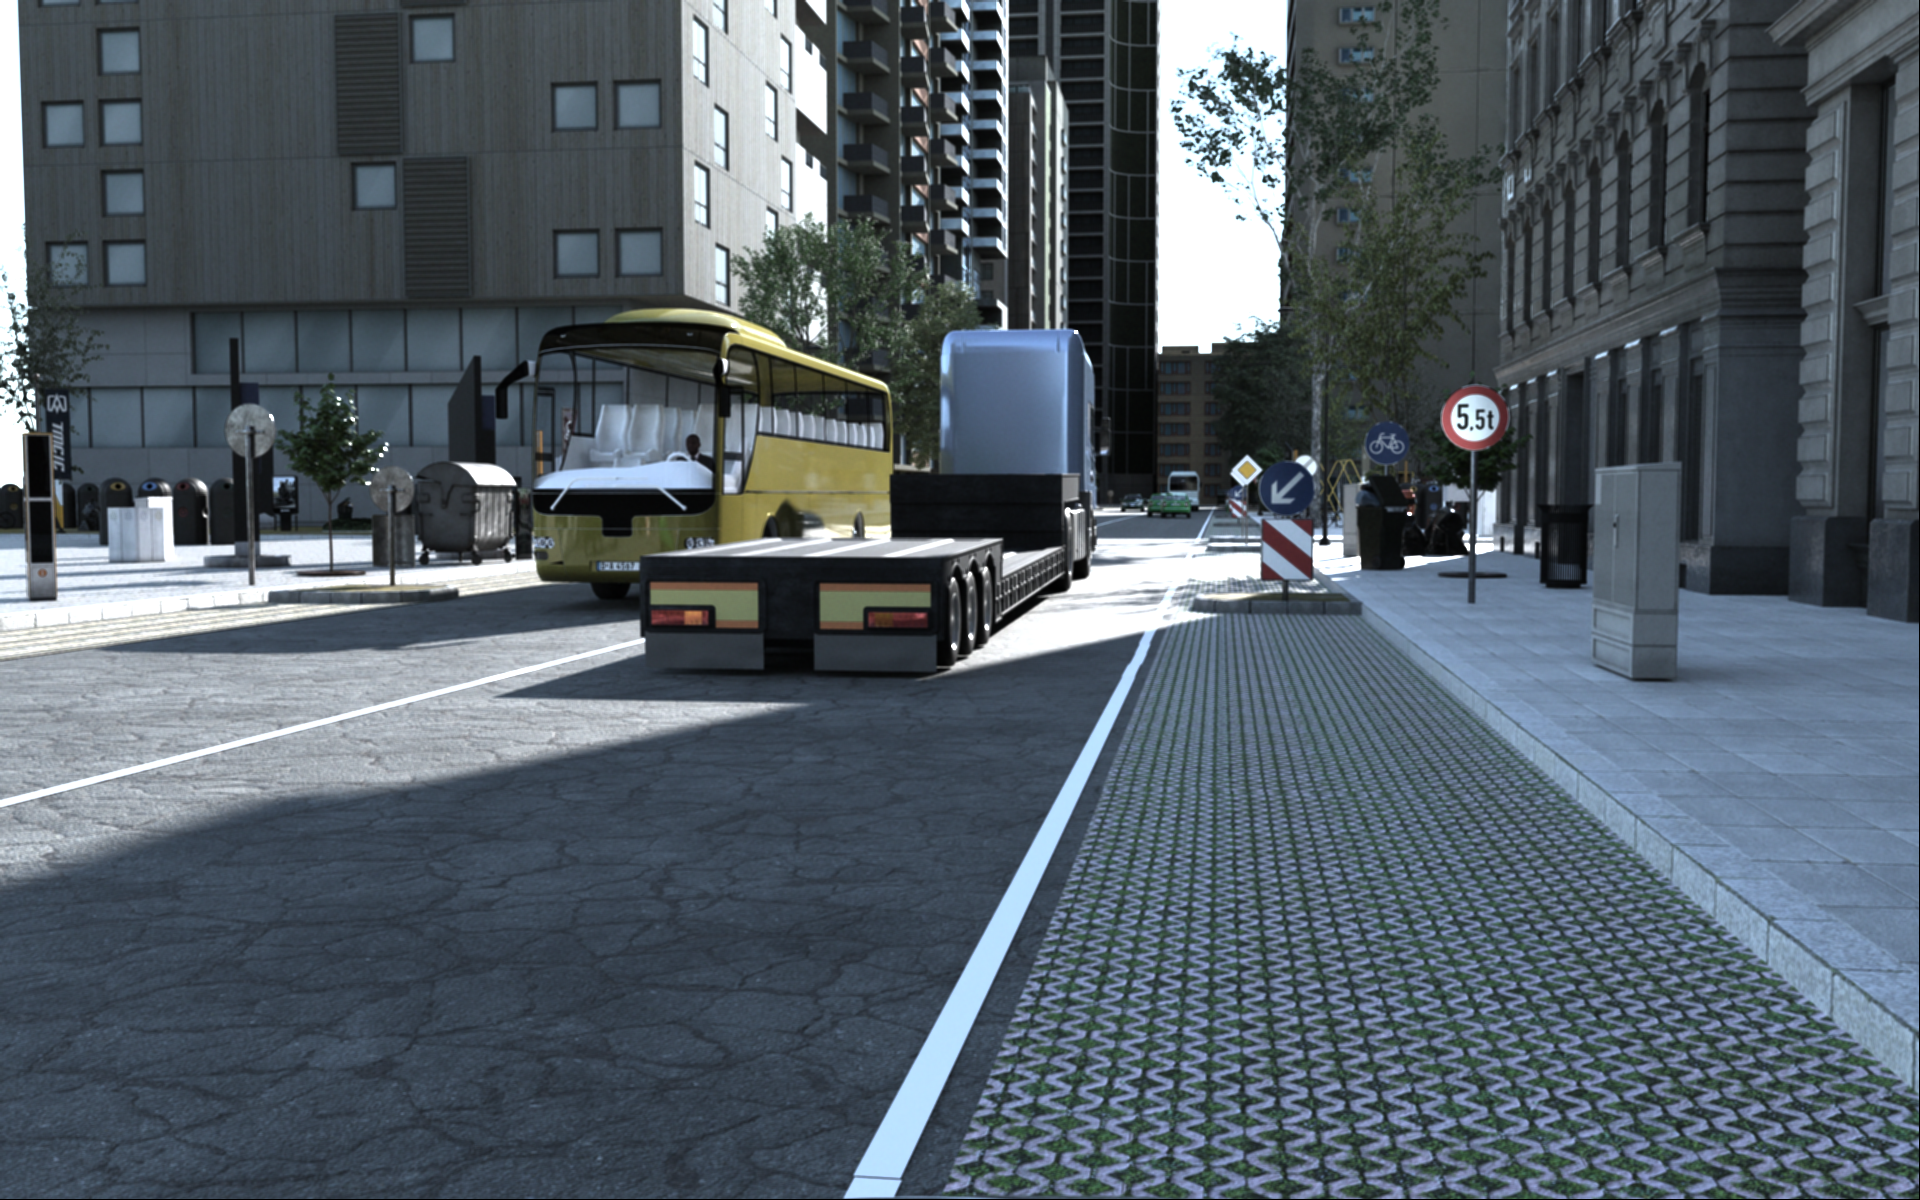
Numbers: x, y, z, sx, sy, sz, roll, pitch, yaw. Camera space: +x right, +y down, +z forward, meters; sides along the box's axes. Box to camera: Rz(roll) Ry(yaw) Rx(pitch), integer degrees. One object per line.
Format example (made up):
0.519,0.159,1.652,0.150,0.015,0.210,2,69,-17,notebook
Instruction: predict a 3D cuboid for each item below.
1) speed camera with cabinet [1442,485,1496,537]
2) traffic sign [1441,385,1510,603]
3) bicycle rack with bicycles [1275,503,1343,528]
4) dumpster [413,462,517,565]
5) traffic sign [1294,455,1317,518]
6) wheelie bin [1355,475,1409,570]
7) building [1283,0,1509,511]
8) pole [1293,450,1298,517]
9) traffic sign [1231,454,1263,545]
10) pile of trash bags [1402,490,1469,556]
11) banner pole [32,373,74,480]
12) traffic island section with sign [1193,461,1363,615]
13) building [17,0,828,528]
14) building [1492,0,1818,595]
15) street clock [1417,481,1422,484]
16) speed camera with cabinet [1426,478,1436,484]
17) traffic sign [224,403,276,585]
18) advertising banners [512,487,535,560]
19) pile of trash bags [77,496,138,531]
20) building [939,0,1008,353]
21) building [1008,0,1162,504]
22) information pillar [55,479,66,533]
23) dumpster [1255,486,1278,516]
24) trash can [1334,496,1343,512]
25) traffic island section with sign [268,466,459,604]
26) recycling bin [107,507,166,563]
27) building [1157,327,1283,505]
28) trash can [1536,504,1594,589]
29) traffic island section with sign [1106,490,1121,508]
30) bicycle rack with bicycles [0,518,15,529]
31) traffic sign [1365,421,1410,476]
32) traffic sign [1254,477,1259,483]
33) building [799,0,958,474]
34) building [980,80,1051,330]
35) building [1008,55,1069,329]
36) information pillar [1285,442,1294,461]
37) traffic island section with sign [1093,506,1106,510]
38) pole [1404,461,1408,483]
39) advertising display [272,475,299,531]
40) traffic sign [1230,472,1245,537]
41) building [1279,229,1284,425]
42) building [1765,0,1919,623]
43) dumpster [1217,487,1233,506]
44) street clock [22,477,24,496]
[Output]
15.651,-3.542,52.249,2.038,3.252,0.660,0,4,-1,speed camera with cabinet
6.012,-1.234,20.274,0.768,2.556,0.104,1,4,13,traffic sign
13.528,-3.268,66.810,2.925,0.926,2.852,-1,4,-11,bicycle rack with bicycles
-9.101,-1.598,31.881,1.264,1.857,1.865,1,4,8,dumpster
11.238,-3.448,56.473,0.768,2.556,0.104,1,4,13,traffic sign
7.130,-1.317,29.436,0.980,1.594,0.693,-2,4,-35,wheelie bin
37.701,-31.678,141.645,21.300,48.544,21.600,1,4,9,building
15.450,-5.259,79.829,0.158,3.312,0.155,0,3,0,pole
7.233,-2.449,43.681,0.795,2.450,0.064,1,4,9,traffic sign
9.854,-1.701,37.572,1.912,1.369,3.447,0,4,6,pile of trash bags
-18.980,-2.822,36.155,0.863,3.779,0.401,-3,5,-41,banner pole
3.905,-0.784,21.441,1.989,1.847,2.006,1,4,9,traffic island section with sign
-21.524,-29.880,77.776,28.713,52.752,27.495,1,4,9,building
15.500,-11.032,29.518,9.793,20.994,18.267,1,4,9,building
25.826,-5.677,97.394,0.358,2.002,0.471,0,4,4,street clock
34.061,-7.867,122.962,2.038,3.252,0.660,-2,4,-26,speed camera with cabinet
-9.974,-1.481,24.326,0.768,2.556,0.104,1,4,9,traffic sign
-8.244,-2.345,34.535,0.090,3.025,2.074,2,4,25,advertising banners
-29.193,-3.106,60.531,3.447,1.369,1.912,2,4,33,pile of trash bags
-6.609,-50.864,144.292,22.319,86.520,31.000,1,4,9,building
15.073,-47.991,222.901,20.611,71.187,20.563,1,4,9,building
-29.530,-3.999,56.740,0.183,3.616,0.504,-3,5,-44,information pillar
18.191,-6.096,102.170,1.502,2.255,1.985,1,4,9,dumpster
27.363,-6.933,125.002,0.748,1.137,0.748,0,3,0,trash can
-7.944,-0.908,23.471,1.989,1.847,2.006,1,4,9,traffic island section with sign
-15.520,-1.229,32.653,0.722,1.027,0.722,1,4,20,recycling bin
40.602,-23.193,224.241,28.899,21.520,27.650,1,4,9,building
8.257,-0.735,23.677,0.748,1.137,0.748,0,3,0,trash can
15.759,-10.526,180.721,1.989,1.847,2.006,1,4,9,traffic island section with sign
-35.981,-2.991,62.285,2.925,0.926,2.852,0,4,-7,bicycle rack with bicycles
7.490,-1.854,30.424,0.768,2.556,0.104,1,4,18,traffic sign
19.487,-6.882,112.628,0.768,2.556,0.104,1,4,18,traffic sign
-12.178,-28.044,113.136,22.147,44.769,28.867,1,4,9,building
1.035,-29.583,167.281,14.154,41.232,14.086,1,4,9,building
0.476,-34.667,190.503,21.600,48.544,21.300,1,4,9,building
14.846,-5.311,78.196,0.183,3.616,0.504,-2,4,-30,information pillar
11.742,-8.895,154.065,1.989,1.847,2.006,1,4,9,traffic island section with sign
27.321,-6.873,106.217,0.158,3.312,0.155,0,3,0,pole
-23.430,-3.360,60.143,0.974,1.923,0.123,1,4,15,advertising display
8.423,-2.932,51.577,0.795,2.450,0.064,1,4,9,traffic sign
41.846,-25.519,188.941,14.160,30.474,14.107,1,4,9,building
13.334,-11.097,10.318,11.050,23.489,19.941,1,4,9,building
30.532,-11.897,199.460,1.985,2.255,1.502,0,4,7,dumpster
-39.109,-4.155,72.510,0.358,2.002,0.471,-2,4,-30,street clock
